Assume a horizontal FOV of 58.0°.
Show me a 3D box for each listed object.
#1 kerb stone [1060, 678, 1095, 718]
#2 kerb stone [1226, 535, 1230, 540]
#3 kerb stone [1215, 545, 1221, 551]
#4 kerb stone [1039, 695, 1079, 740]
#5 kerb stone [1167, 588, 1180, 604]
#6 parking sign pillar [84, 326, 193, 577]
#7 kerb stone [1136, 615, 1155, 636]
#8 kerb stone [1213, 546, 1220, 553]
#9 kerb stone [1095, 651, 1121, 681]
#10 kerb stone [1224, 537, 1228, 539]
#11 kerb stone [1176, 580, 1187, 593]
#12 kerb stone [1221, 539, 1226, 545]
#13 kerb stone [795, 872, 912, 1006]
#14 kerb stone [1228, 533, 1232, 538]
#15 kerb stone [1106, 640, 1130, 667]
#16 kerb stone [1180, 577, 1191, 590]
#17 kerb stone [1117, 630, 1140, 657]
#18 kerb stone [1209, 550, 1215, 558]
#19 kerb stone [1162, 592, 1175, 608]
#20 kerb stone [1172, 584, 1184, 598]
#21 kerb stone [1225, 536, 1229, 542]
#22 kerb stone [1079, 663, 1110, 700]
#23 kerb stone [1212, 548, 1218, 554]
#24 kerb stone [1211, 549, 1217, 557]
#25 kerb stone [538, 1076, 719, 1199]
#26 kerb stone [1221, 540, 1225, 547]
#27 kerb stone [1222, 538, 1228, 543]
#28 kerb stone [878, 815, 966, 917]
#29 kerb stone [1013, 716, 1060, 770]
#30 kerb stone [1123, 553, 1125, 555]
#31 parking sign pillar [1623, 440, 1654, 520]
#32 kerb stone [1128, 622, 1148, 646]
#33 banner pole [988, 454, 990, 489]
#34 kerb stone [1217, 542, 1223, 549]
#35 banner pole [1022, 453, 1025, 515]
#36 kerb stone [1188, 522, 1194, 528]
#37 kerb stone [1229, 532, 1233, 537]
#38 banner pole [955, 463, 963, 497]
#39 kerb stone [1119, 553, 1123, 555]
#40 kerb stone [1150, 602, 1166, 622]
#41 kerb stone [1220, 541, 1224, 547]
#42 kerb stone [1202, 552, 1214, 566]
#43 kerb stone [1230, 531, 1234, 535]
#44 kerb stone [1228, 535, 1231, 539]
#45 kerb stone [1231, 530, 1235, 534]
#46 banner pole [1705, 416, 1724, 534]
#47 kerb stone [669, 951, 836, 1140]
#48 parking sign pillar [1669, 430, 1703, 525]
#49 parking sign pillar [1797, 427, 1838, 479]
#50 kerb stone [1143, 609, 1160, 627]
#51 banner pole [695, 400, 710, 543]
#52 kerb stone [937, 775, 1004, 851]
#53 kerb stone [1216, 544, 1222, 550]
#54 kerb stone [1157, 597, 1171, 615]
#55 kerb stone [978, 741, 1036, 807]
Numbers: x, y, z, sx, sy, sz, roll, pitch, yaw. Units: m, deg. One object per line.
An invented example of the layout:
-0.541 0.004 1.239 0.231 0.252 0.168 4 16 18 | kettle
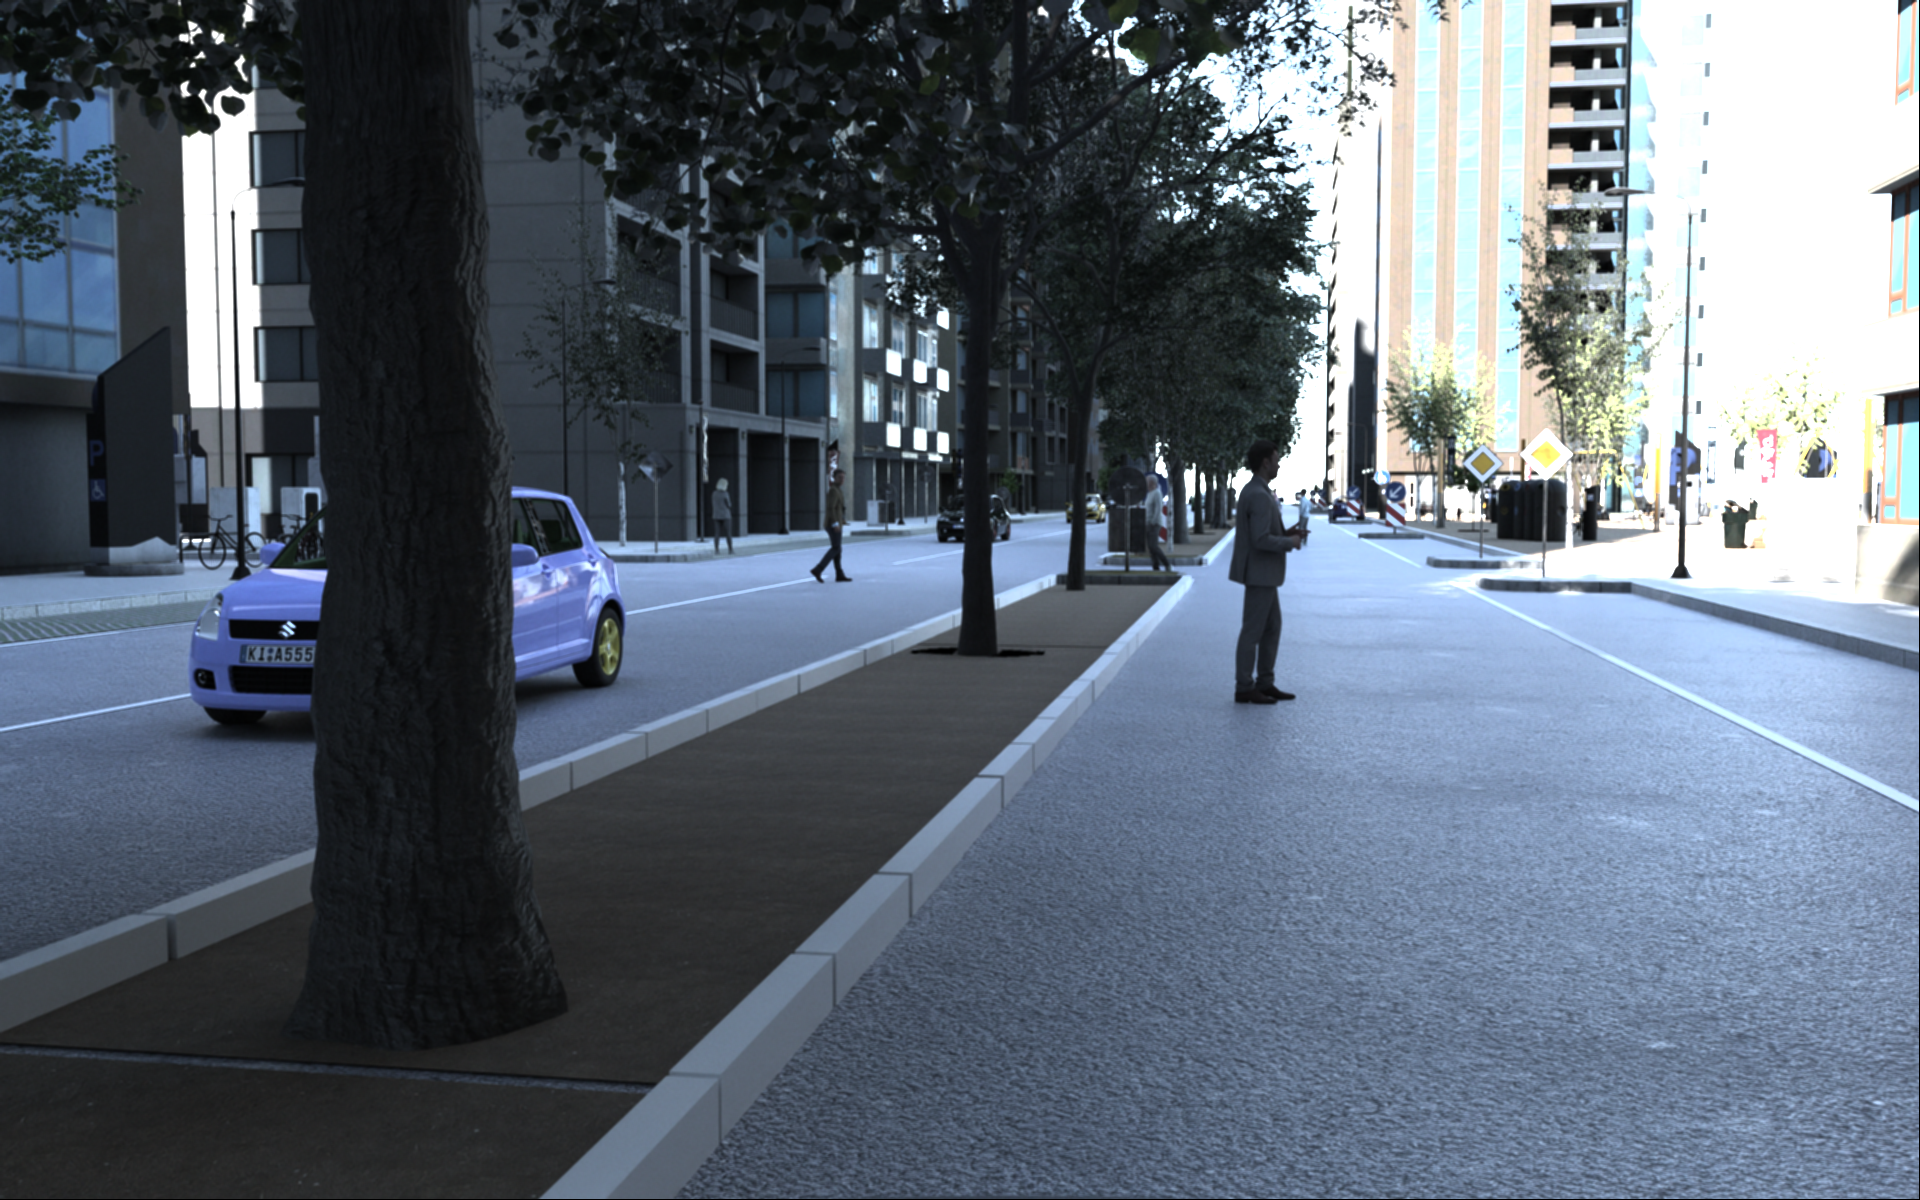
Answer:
0.766 0.658 11.438 0.120 0.150 1.000 1 4 10 | kerb stone
7.687 -1.721 50.338 0.120 0.150 1.000 1 4 10 | kerb stone
6.077 -1.163 41.264 0.120 0.150 1.000 1 4 10 | kerb stone
0.586 0.720 10.431 0.120 0.150 1.000 1 4 10 | kerb stone
2.739 -0.022 22.550 0.120 0.150 1.000 1 4 10 | kerb stone
-13.121 -2.382 27.419 1.447 3.967 1.447 2 4 23 | parking sign pillar
1.848 0.287 17.510 0.120 0.150 1.000 1 4 10 | kerb stone
5.903 -1.103 40.257 0.120 0.150 1.000 1 4 10 | kerb stone
1.130 0.538 13.462 0.120 0.150 1.000 1 4 10 | kerb stone
7.341 -1.596 48.321 0.120 0.150 1.000 1 4 10 | kerb stone
3.105 -0.143 24.584 0.120 0.150 1.000 1 4 10 | kerb stone
6.977 -1.475 46.306 0.120 0.150 1.000 1 4 10 | kerb stone
-0.318 1.031 5.345 0.120 0.150 1.000 1 4 10 | kerb stone
8.237 -1.906 53.355 0.120 0.150 1.000 1 4 10 | kerb stone
1.302 0.473 14.474 0.120 0.150 1.000 1 4 10 | kerb stone
3.291 -0.208 25.592 0.120 0.150 1.000 1 4 10 | kerb stone
1.486 0.410 15.492 0.120 0.150 1.000 1 4 10 | kerb stone
5.359 -0.919 37.214 0.120 0.150 1.000 1 4 10 | kerb stone
2.560 0.042 21.541 0.120 0.150 1.000 1 4 10 | kerb stone
2.926 -0.084 23.562 0.120 0.150 1.000 1 4 10 | kerb stone
7.517 -1.658 49.331 0.120 0.150 1.000 1 4 10 | kerb stone
0.953 0.596 12.454 0.120 0.150 1.000 1 4 10 | kerb stone
5.725 -1.042 39.248 0.120 0.150 1.000 1 4 10 | kerb stone
5.539 -0.981 38.229 0.120 0.150 1.000 1 4 10 | kerb stone
-0.677 1.156 3.327 0.120 0.150 1.000 1 4 10 | kerb stone
6.798 -1.410 45.300 0.120 0.150 1.000 1 4 10 | kerb stone
7.166 -1.535 47.314 0.120 0.150 1.000 1 4 10 | kerb stone
-0.133 0.968 6.370 0.120 0.150 1.000 1 4 10 | kerb stone
0.410 0.782 9.413 0.120 0.150 1.000 1 4 10 | kerb stone
3.651 -1.062 39.615 0.120 0.150 1.000 1 4 10 | kerb stone
33.712 -5.964 85.981 1.447 3.967 1.447 1 4 21 | parking sign pillar
1.669 0.348 16.504 0.120 0.150 1.000 1 4 10 | kerb stone
1.300 -6.477 95.921 0.863 3.779 0.401 -3 4 -37 | banner pole
6.439 -1.285 43.277 0.120 0.150 1.000 1 4 10 | kerb stone
3.856 -7.060 105.452 0.401 3.779 0.863 0 4 -8 | banner pole
10.308 -3.347 76.966 0.120 0.150 1.000 1 4 10 | kerb stone
8.413 -1.962 54.367 0.120 0.150 1.000 1 4 10 | kerb stone
-0.088 -7.480 112.309 0.863 3.779 0.401 -3 5 -43 | banner pole
3.478 -1.004 38.607 0.120 0.150 1.000 1 4 10 | kerb stone
2.207 0.163 19.526 0.120 0.150 1.000 1 4 10 | kerb stone
6.619 -1.351 44.293 0.120 0.150 1.000 1 4 10 | kerb stone
5.180 -0.857 36.204 0.120 0.150 1.000 1 4 10 | kerb stone
8.594 -2.025 55.377 0.120 0.150 1.000 1 4 10 | kerb stone
7.876 -1.778 51.343 0.120 0.150 1.000 1 4 10 | kerb stone
8.948 -2.153 57.390 0.120 0.150 1.000 1 4 10 | kerb stone
24.274 -4.017 55.702 0.863 3.779 0.401 -2 4 -25 | banner pole
-0.500 1.093 4.334 0.120 0.150 1.000 1 4 10 | kerb stone
30.164 -5.111 72.043 1.447 3.967 1.447 -2 4 -26 | parking sign pillar
33.702 -4.916 68.854 1.447 3.967 1.447 -3 5 -45 | parking sign pillar
2.025 0.227 18.520 0.120 0.150 1.000 1 4 10 | kerb stone
-6.827 -3.434 46.169 0.401 3.779 0.863 0 4 7 | banner pole
0.042 0.912 7.377 0.120 0.150 1.000 1 4 10 | kerb stone
6.258 -1.228 42.270 0.120 0.150 1.000 1 4 10 | kerb stone
2.388 0.102 20.532 0.120 0.150 1.000 1 4 10 | kerb stone
0.228 0.844 8.398 0.120 0.150 1.000 1 4 10 | kerb stone
